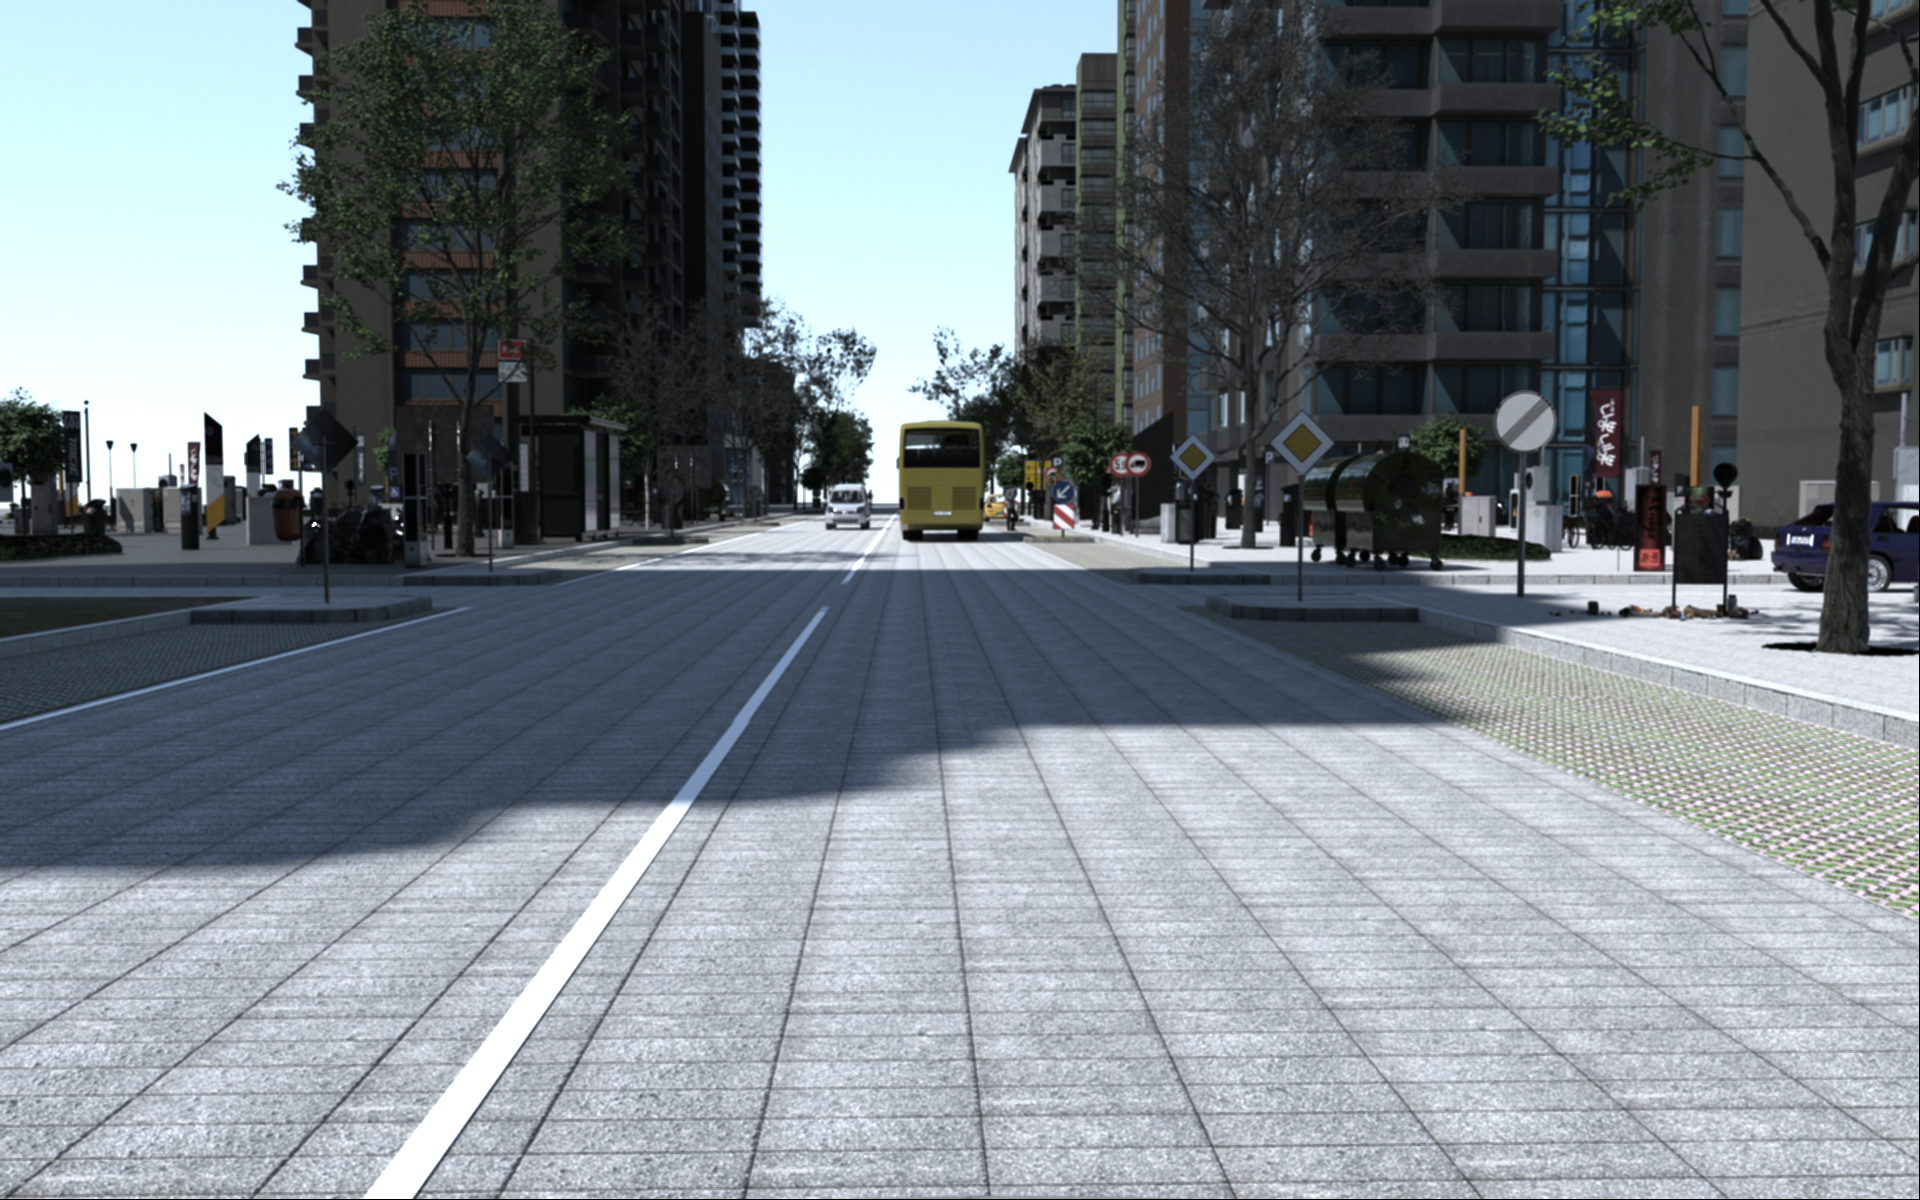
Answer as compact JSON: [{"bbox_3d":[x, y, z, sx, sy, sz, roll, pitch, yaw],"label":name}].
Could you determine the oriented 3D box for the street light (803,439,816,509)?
[{"bbox_3d":[-12.584,-10.600,145.849,1.470,5.913,1.316,0,4,-2],"label":"street light"}]

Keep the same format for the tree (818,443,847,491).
[{"bbox_3d":[-16.339,-16.768,224.513,4.360,8.622,3.978,0,3,0],"label":"tree"}]

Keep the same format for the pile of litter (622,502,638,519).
[{"bbox_3d":[-16.900,-4.532,88.056,1.719,0.858,1.176,-1,4,-14],"label":"pile of litter"}]

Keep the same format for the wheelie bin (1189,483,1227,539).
[{"bbox_3d":[7.047,-2.557,49.711,0.693,1.594,0.980,3,4,38],"label":"wheelie bin"}]

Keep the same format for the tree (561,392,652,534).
[{"bbox_3d":[-11.478,-4.429,56.125,4.285,4.588,4.351,0,3,0],"label":"tree"}]

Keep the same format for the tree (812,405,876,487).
[{"bbox_3d":[-16.883,-20.940,249.030,9.857,13.997,8.962,0,3,0],"label":"tree"}]

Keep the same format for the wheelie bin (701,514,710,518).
[{"bbox_3d":[-13.545,-5.120,91.628,0.693,1.594,0.980,2,4,32],"label":"wheelie bin"}]

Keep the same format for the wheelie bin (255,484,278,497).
[{"bbox_3d":[-21.413,-2.801,53.708,0.980,1.594,0.693,2,4,33],"label":"wheelie bin"}]

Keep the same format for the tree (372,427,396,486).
[{"bbox_3d":[-23.251,-5.495,73.565,4.285,4.588,4.351,0,3,0],"label":"tree"}]

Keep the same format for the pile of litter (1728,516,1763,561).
[{"bbox_3d":[14.966,-1.213,33.796,1.719,0.858,1.176,-2,4,-26],"label":"pile of litter"}]

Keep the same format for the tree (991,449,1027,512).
[{"bbox_3d":[3.828,-8.686,125.721,4.285,4.588,4.351,0,3,0],"label":"tree"}]

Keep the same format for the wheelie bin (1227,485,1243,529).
[{"bbox_3d":[9.954,-3.368,62.976,0.693,1.594,0.980,1,4,8],"label":"wheelie bin"}]

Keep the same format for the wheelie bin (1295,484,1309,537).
[{"bbox_3d":[10.318,-2.679,51.718,0.980,1.594,0.693,0,4,8],"label":"wheelie bin"}]

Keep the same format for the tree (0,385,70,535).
[{"bbox_3d":[-28.450,-4.198,52.352,4.285,4.588,4.351,0,3,0],"label":"tree"}]

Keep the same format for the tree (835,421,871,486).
[{"bbox_3d":[-17.337,-21.006,261.579,7.486,12.596,7.792,0,3,0],"label":"tree"}]

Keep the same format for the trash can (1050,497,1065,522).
[{"bbox_3d":[4.329,-3.954,76.293,0.748,1.137,0.748,0,3,0],"label":"trash can"}]

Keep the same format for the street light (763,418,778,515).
[{"bbox_3d":[-11.281,-8.096,104.907,1.470,5.913,1.316,0,4,-2],"label":"street light"}]

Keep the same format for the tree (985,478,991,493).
[{"bbox_3d":[2.416,-11.149,176.892,1.663,3.219,1.824,0,3,0],"label":"tree"}]

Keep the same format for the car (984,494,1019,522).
[{"bbox_3d":[2.051,-4.796,88.639,2.015,1.641,3.980,0,4,-2],"label":"car"}]

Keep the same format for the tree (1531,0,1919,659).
[{"bbox_3d":[7.149,-5.370,13.561,9.928,11.665,9.643,0,3,0],"label":"tree"}]

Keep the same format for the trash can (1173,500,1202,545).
[{"bbox_3d":[5.802,-1.992,44.218,0.748,1.137,0.748,0,3,0],"label":"trash can"}]

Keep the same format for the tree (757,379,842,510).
[{"bbox_3d":[-13.045,-12.586,140.188,7.601,10.594,8.767,0,4,8],"label":"tree"}]

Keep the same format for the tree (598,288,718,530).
[{"bbox_3d":[-11.134,-6.844,62.254,4.360,8.622,3.978,0,3,0],"label":"tree"}]

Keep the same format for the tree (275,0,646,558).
[{"bbox_3d":[-9.984,-6.689,35.116,9.928,11.665,9.643,0,3,0],"label":"tree"}]

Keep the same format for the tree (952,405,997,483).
[{"bbox_3d":[1.570,-18.179,215.361,7.486,12.596,7.792,0,3,0],"label":"tree"}]

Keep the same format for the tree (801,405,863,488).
[{"bbox_3d":[-14.928,-16.906,202.167,9.928,11.665,9.643,0,3,0],"label":"tree"}]

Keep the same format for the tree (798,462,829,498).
[{"bbox_3d":[-14.469,-11.509,171.880,4.285,4.588,4.351,0,3,0],"label":"tree"}]

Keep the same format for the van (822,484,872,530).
[{"bbox_3d":[-4.573,-3.901,70.790,2.013,2.044,4.112,0,4,0],"label":"van"}]

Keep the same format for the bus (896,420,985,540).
[{"bbox_3d":[-0.694,-3.994,56.857,2.896,3.916,12.252,0,4,-2],"label":"bus"}]

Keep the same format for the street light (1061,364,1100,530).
[{"bbox_3d":[4.319,-5.479,62.121,1.470,5.913,1.316,0,4,-2],"label":"street light"}]

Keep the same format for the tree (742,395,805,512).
[{"bbox_3d":[-13.242,-10.434,120.960,4.737,8.622,4.395,0,3,0],"label":"tree"}]

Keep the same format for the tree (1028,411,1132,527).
[{"bbox_3d":[5.474,-5.177,68.356,4.285,4.588,4.351,0,3,0],"label":"tree"}]

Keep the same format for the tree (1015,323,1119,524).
[{"bbox_3d":[4.747,-7.549,73.787,4.737,8.622,4.395,0,3,0],"label":"tree"}]

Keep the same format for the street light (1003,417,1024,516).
[{"bbox_3d":[3.148,-8.009,103.480,1.470,5.913,1.316,0,4,-2],"label":"street light"}]

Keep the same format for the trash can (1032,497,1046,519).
[{"bbox_3d":[4.019,-4.664,87.906,0.748,1.137,0.748,0,3,0],"label":"trash can"}]

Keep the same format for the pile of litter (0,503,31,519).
[{"bbox_3d":[-48.730,-4.607,89.295,1.719,0.858,1.176,0,4,-8],"label":"pile of litter"}]

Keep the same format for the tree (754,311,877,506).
[{"bbox_3d":[-15.223,-19.837,180.229,12.611,20.169,13.585,0,3,0],"label":"tree"}]

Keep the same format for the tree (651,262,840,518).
[{"bbox_3d":[-11.694,-11.160,92.829,12.009,13.543,11.850,0,3,0],"label":"tree"}]

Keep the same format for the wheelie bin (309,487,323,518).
[{"bbox_3d":[-30.419,-4.534,82.032,0.693,1.594,0.980,-3,5,-44],"label":"wheelie bin"}]

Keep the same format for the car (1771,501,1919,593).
[{"bbox_3d":[13.963,-0.762,25.034,3.894,1.354,1.945,0,4,-3],"label":"car"}]

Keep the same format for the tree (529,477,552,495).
[{"bbox_3d":[-18.546,-5.131,78.492,1.663,3.219,1.824,0,3,0],"label":"tree"}]

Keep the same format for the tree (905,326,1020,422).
[{"bbox_3d":[-0.271,-20.840,196.618,12.611,20.169,13.585,0,3,0],"label":"tree"}]

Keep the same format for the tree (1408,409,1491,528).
[{"bbox_3d":[18.693,-5.077,66.716,4.285,4.588,4.351,0,3,0],"label":"tree"}]

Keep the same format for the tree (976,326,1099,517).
[{"bbox_3d":[4.392,-9.958,97.233,8.767,10.594,7.601,3,4,36],"label":"tree"}]

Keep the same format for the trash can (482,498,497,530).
[{"bbox_3d":[-17.042,-3.122,62.702,0.748,1.137,0.748,0,3,0],"label":"trash can"}]

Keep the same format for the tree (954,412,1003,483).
[{"bbox_3d":[1.006,-19.164,230.339,9.611,12.733,9.660,0,3,0],"label":"tree"}]

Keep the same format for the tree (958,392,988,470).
[{"bbox_3d":[3.149,-14.673,165.654,9.928,11.665,9.643,0,3,0],"label":"tree"}]

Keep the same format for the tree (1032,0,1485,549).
[{"bbox_3d":[6.921,-7.945,40.270,12.009,13.543,11.850,0,3,0],"label":"tree"}]
